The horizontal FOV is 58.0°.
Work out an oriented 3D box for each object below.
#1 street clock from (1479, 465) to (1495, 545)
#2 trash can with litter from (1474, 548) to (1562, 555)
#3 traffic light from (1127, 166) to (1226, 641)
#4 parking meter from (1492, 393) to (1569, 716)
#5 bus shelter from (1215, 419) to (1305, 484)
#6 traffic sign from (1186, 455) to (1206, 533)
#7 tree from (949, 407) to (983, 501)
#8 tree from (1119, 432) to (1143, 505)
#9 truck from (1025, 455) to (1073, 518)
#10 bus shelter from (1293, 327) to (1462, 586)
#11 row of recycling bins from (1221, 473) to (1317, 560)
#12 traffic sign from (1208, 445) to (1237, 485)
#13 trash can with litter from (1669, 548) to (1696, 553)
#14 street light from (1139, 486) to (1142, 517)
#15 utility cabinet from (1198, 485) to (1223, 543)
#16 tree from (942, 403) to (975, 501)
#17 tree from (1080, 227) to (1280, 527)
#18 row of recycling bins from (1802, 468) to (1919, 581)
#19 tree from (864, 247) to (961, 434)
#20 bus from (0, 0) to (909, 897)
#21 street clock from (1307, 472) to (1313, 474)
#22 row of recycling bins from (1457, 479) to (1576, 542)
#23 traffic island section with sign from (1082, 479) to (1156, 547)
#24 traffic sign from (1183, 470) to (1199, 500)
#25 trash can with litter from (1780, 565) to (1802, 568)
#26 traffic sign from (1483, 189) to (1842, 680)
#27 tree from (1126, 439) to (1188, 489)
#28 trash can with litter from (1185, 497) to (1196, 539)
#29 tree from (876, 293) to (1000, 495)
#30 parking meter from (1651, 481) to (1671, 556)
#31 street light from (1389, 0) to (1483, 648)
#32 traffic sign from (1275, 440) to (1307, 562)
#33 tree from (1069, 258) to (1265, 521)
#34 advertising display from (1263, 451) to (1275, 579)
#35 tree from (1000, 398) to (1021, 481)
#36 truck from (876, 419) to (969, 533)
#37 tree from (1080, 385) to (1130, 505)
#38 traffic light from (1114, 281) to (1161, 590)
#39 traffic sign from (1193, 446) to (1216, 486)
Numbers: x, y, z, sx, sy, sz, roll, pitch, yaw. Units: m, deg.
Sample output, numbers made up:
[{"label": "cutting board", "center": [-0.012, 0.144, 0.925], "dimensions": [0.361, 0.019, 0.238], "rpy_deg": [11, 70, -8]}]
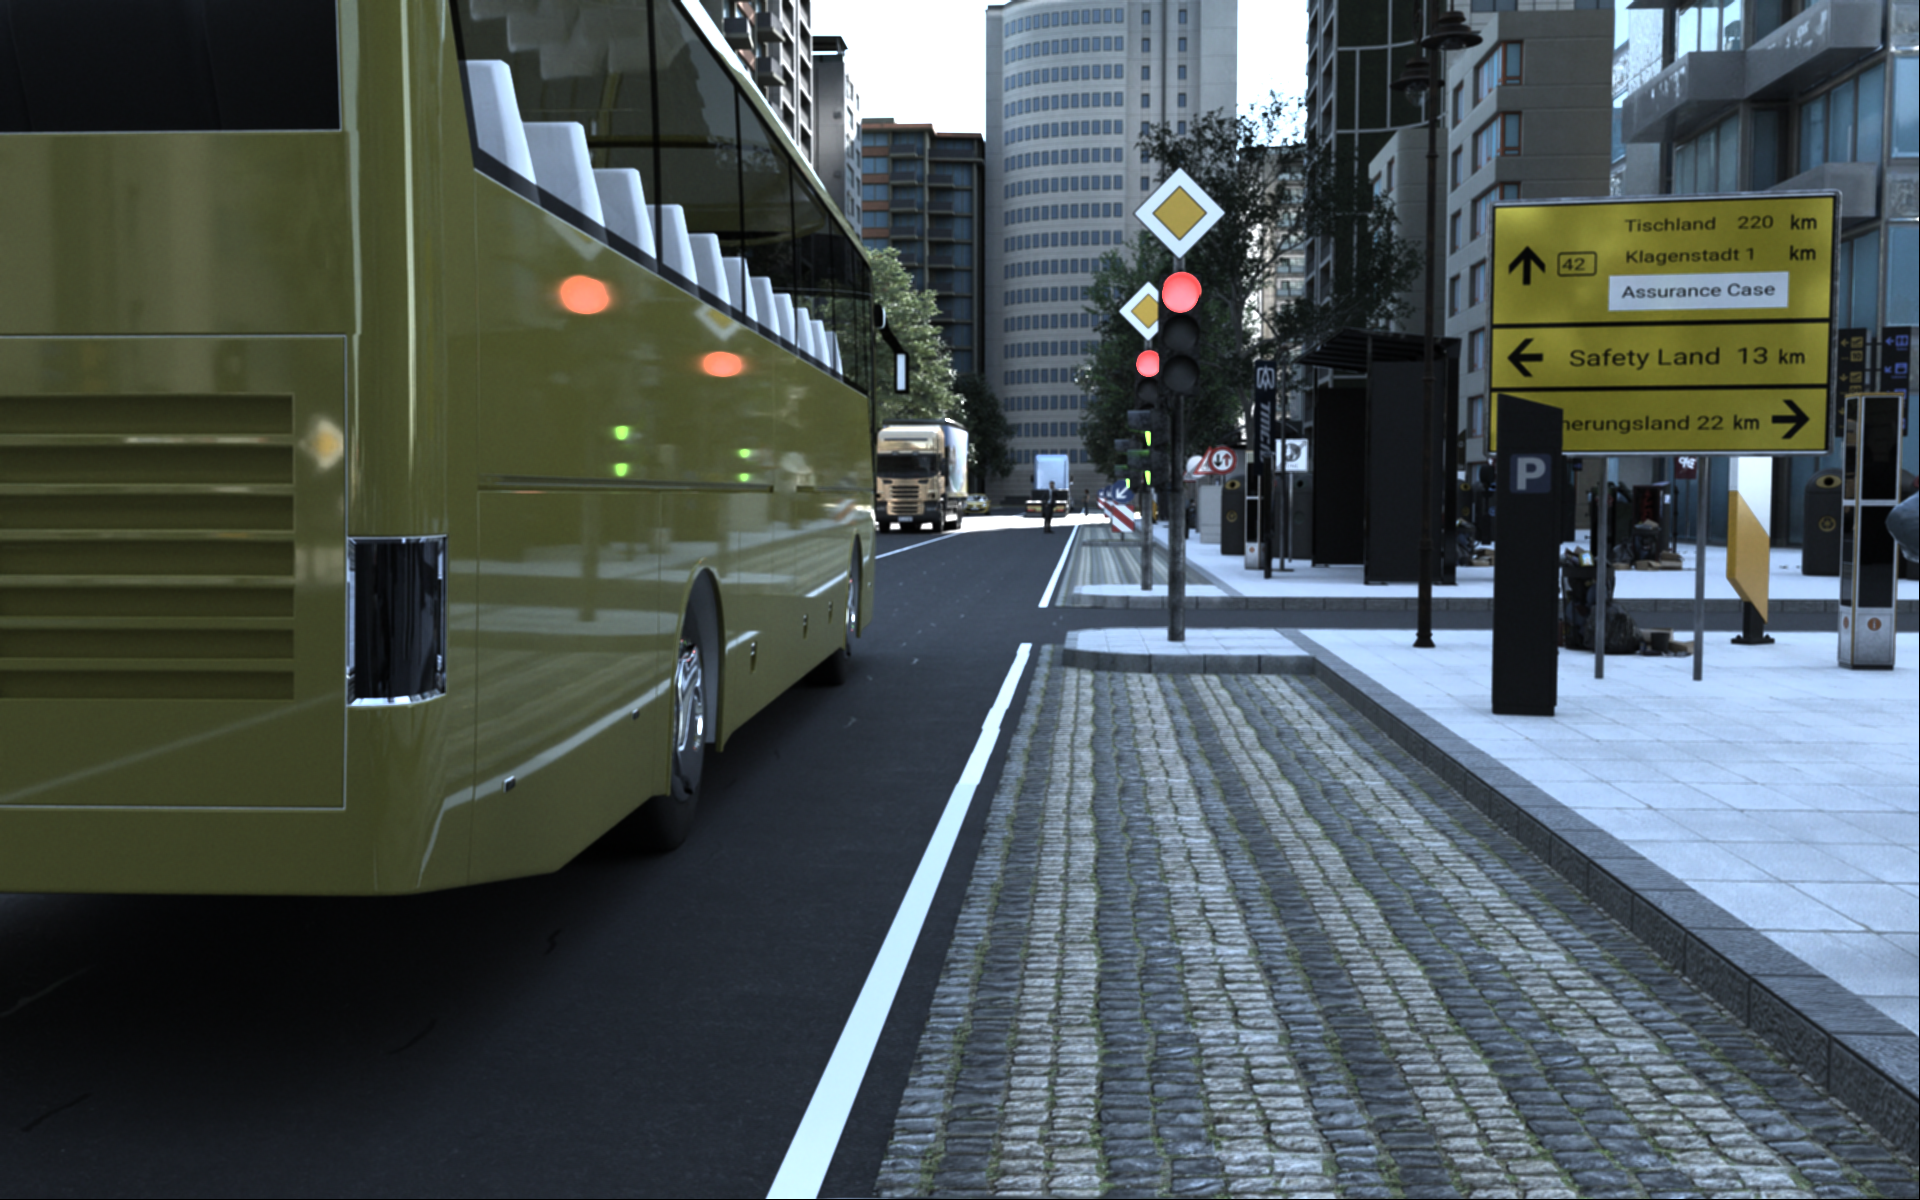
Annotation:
[{"label": "street clock", "center": [13.253, -2.385, 43.572], "dimensions": [0.358, 2.002, 0.471], "rpy_deg": [3, 5, 40]}, {"label": "trash can with litter", "center": [11.421, -1.530, 36.072], "dimensions": [2.233, 1.210, 1.678], "rpy_deg": [2, 4, 26]}, {"label": "traffic light", "center": [1.873, -1.597, 15.034], "dimensions": [0.839, 4.253, 0.868], "rpy_deg": [0, 4, 4]}, {"label": "parking meter", "center": [3.323, -0.268, 10.090], "dimensions": [0.399, 1.863, 0.255], "rpy_deg": [1, 4, 16]}, {"label": "bus shelter", "center": [8.451, -3.384, 49.249], "dimensions": [2.014, 3.302, 5.546], "rpy_deg": [0, 4, 4]}, {"label": "traffic sign", "center": [7.803, -3.479, 56.988], "dimensions": [0.768, 2.556, 0.104], "rpy_deg": [1, 4, 13]}, {"label": "tree", "center": [-0.295, -11.987, 146.351], "dimensions": [4.737, 8.622, 4.395], "rpy_deg": [0, 3, 0]}, {"label": "tree", "center": [15.638, -12.645, 157.100], "dimensions": [4.360, 8.622, 3.978], "rpy_deg": [0, 3, 0]}, {"label": "truck", "center": [5.812, -7.523, 112.758], "dimensions": [2.967, 4.110, 18.799], "rpy_deg": [0, 4, 4]}, {"label": "bus shelter", "center": [6.465, -2.209, 27.396], "dimensions": [1.731, 3.624, 6.357], "rpy_deg": [0, 4, 4]}, {"label": "row of recycling bins", "center": [6.478, -1.732, 35.433], "dimensions": [1.069, 1.692, 3.534], "rpy_deg": [-1, 4, -21]}, {"label": "traffic sign", "center": [6.894, -2.778, 45.532], "dimensions": [0.768, 2.556, 0.104], "rpy_deg": [1, 4, 12]}, {"label": "trash can with litter", "center": [15.446, -1.687, 38.640], "dimensions": [1.678, 1.210, 2.233], "rpy_deg": [1, 4, 17]}, {"label": "street light", "center": [10.165, -7.609, 97.197], "dimensions": [0.468, 5.910, 1.993], "rpy_deg": [0, 4, 4]}, {"label": "utility cabinet", "center": [6.804, -2.202, 44.684], "dimensions": [1.173, 1.500, 0.318], "rpy_deg": [2, 4, 35]}, {"label": "tree", "center": [-0.565, -11.220, 133.813], "dimensions": [4.360, 8.622, 3.978], "rpy_deg": [0, 3, 0]}, {"label": "tree", "center": [8.381, -8.607, 66.481], "dimensions": [9.928, 11.665, 9.643], "rpy_deg": [0, 3, 0]}, {"label": "row of recycling bins", "center": [14.354, -1.163, 26.130], "dimensions": [1.069, 1.692, 3.534], "rpy_deg": [-2, 4, -25]}, {"label": "tree", "center": [-3.857, -9.863, 79.392], "dimensions": [7.486, 12.596, 7.792], "rpy_deg": [0, 3, 0]}, {"label": "bus", "center": [-2.164, -1.117, 9.810], "dimensions": [2.896, 3.916, 12.252], "rpy_deg": [0, 4, 2]}, {"label": "street clock", "center": [11.457, -3.167, 56.353], "dimensions": [0.471, 2.002, 0.358], "rpy_deg": [1, 4, 16]}, {"label": "row of recycling bins", "center": [14.863, -2.446, 47.098], "dimensions": [3.534, 1.692, 1.069], "rpy_deg": [1, 4, 8]}, {"label": "traffic island section with sign", "center": [4.360, -2.386, 47.637], "dimensions": [1.989, 1.847, 2.006], "rpy_deg": [0, 4, 4]}, {"label": "traffic sign", "center": [10.193, -4.723, 77.219], "dimensions": [0.884, 2.594, 0.081], "rpy_deg": [0, 4, 7]}, {"label": "trash can with litter", "center": [15.286, -1.136, 29.633], "dimensions": [2.233, 1.210, 1.678], "rpy_deg": [2, 4, 28]}, {"label": "traffic sign", "center": [4.767, -1.102, 11.891], "dimensions": [2.265, 3.308, 0.079], "rpy_deg": [1, 4, 11]}, {"label": "tree", "center": [13.741, -10.926, 128.999], "dimensions": [4.737, 8.622, 4.395], "rpy_deg": [0, 3, 0]}, {"label": "trash can with litter", "center": [6.319, -2.316, 49.251], "dimensions": [0.624, 1.170, 1.055], "rpy_deg": [1, 4, 10]}, {"label": "tree", "center": [-3.685, -11.037, 97.461], "dimensions": [9.611, 12.733, 9.660], "rpy_deg": [0, 3, 0]}, {"label": "parking meter", "center": [13.551, -1.538, 33.554], "dimensions": [0.372, 1.533, 0.369], "rpy_deg": [0, 3, 0]}, {"label": "street light", "center": [3.897, -2.543, 14.363], "dimensions": [0.468, 5.910, 1.993], "rpy_deg": [0, 4, 4]}, {"label": "traffic sign", "center": [6.196, -1.855, 32.455], "dimensions": [0.606, 2.300, 0.079], "rpy_deg": [1, 4, 11]}, {"label": "tree", "center": [9.843, -10.163, 83.177], "dimensions": [9.611, 12.733, 9.660], "rpy_deg": [0, 3, 0]}, {"label": "advertising display", "center": [4.743, -1.307, 26.584], "dimensions": [0.123, 1.923, 0.974], "rpy_deg": [1, 4, 13]}, {"label": "tree", "center": [0.895, -14.693, 157.240], "dimensions": [9.611, 12.733, 9.660], "rpy_deg": [0, 3, 0]}, {"label": "truck", "center": [-1.447, -4.784, 67.127], "dimensions": [2.839, 4.237, 11.283], "rpy_deg": [0, 4, 6]}, {"label": "tree", "center": [13.934, -13.879, 145.051], "dimensions": [7.486, 12.596, 7.792], "rpy_deg": [0, 3, 0]}, {"label": "traffic light", "center": [2.471, -2.084, 22.996], "dimensions": [0.839, 4.253, 0.868], "rpy_deg": [0, 4, 4]}, {"label": "traffic sign", "center": [6.742, -2.860, 46.773], "dimensions": [0.884, 2.594, 0.081], "rpy_deg": [0, 4, 7]}]
